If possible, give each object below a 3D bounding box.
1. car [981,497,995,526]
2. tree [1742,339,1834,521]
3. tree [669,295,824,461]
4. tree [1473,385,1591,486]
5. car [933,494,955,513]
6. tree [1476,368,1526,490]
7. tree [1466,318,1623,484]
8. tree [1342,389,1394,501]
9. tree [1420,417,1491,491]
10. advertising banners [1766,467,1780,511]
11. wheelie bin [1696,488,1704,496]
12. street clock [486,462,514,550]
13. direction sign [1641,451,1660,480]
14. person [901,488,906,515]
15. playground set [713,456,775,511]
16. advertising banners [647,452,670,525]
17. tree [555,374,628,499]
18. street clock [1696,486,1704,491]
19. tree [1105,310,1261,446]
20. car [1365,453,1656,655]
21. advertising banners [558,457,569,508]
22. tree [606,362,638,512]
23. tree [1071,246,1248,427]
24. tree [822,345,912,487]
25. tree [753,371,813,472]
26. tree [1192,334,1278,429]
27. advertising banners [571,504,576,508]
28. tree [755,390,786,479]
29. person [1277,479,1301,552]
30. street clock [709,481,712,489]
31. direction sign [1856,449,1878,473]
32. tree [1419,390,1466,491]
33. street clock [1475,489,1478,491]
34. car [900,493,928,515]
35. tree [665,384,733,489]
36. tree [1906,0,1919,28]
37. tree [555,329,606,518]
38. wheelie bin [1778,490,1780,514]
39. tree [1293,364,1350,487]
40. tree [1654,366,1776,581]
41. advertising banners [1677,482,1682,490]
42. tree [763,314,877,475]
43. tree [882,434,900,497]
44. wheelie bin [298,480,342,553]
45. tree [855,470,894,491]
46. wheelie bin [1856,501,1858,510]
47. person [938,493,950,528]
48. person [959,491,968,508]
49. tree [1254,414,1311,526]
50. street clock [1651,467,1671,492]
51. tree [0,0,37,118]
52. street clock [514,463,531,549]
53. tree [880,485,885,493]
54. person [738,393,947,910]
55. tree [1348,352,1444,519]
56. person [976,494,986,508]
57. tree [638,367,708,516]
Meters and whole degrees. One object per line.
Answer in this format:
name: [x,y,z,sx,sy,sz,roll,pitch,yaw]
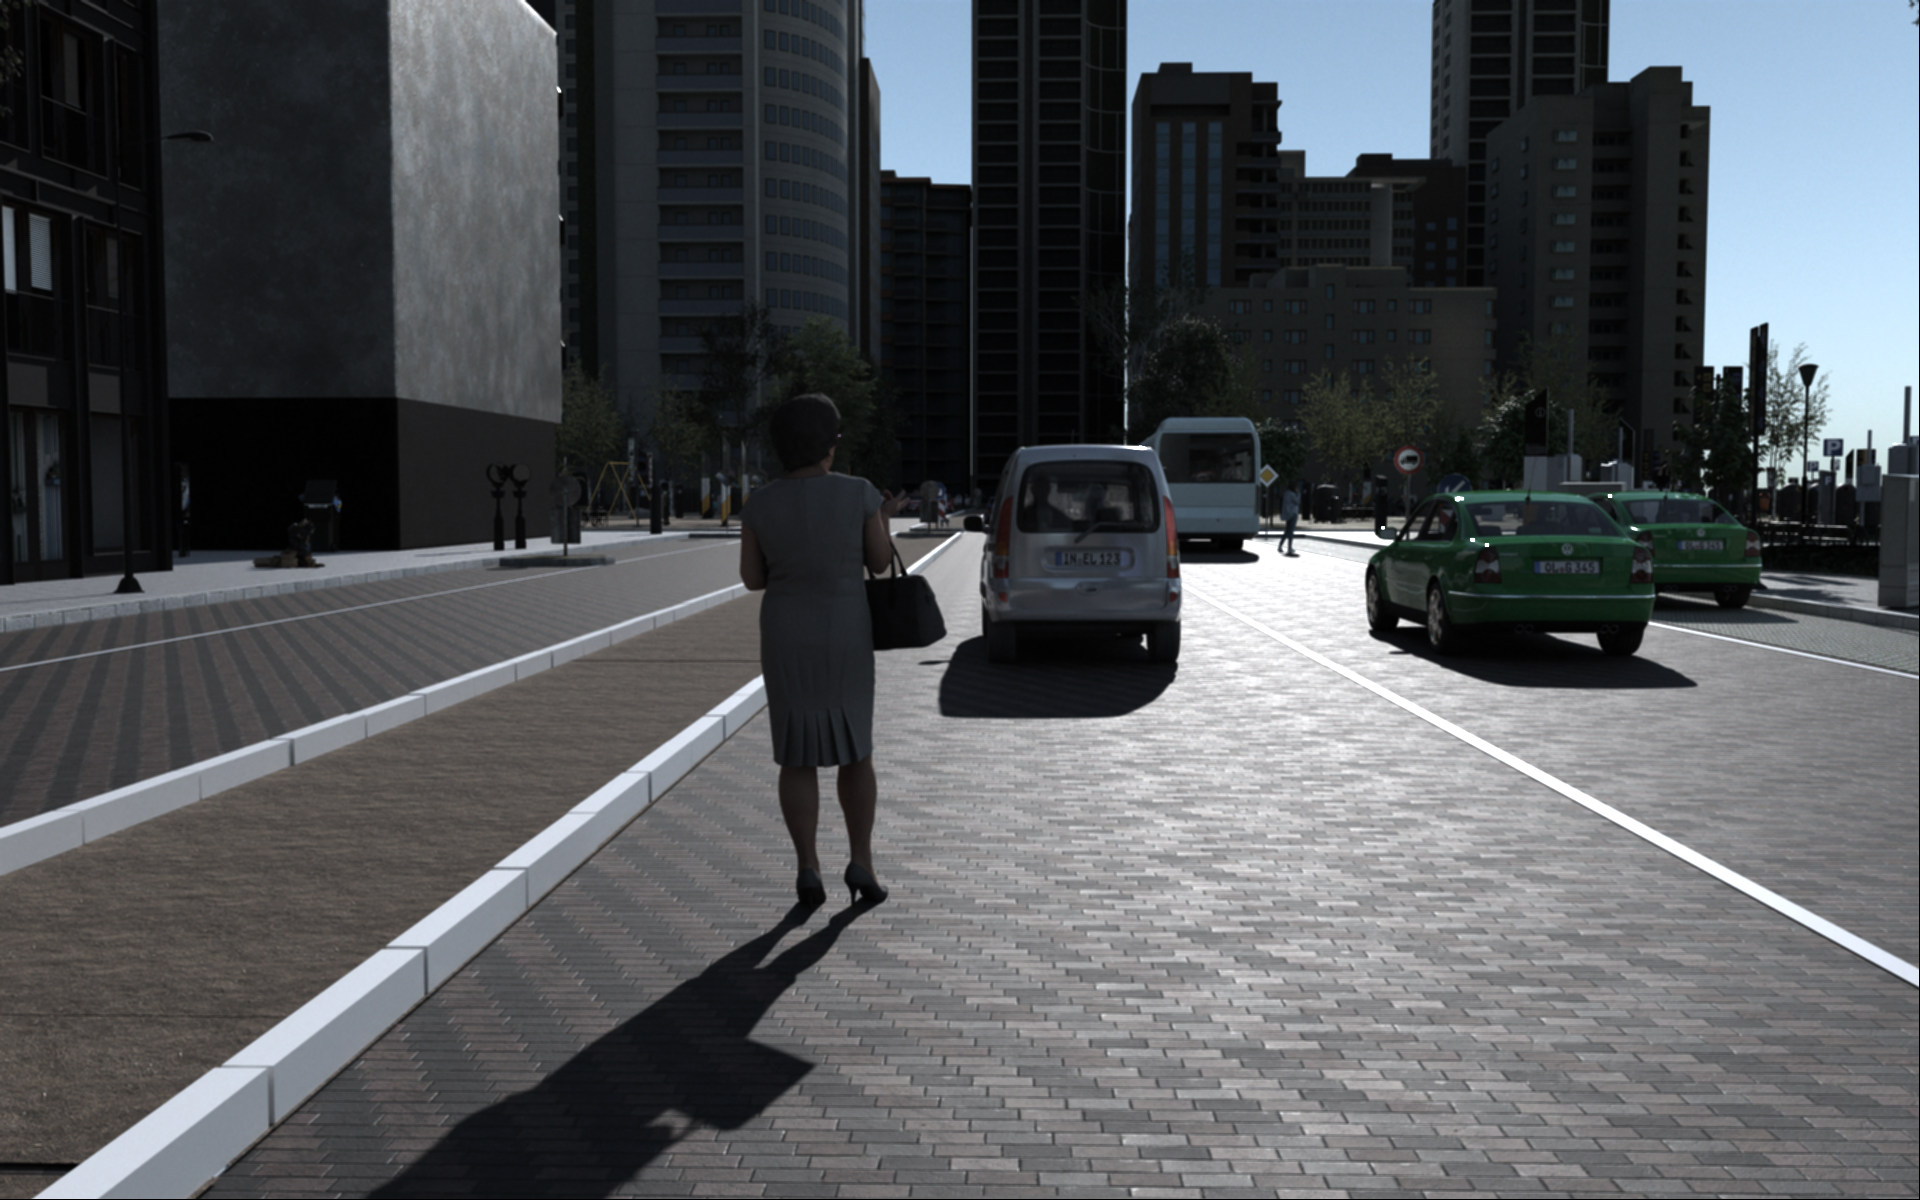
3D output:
car: [1.880,-3.872,75.893,1.945,1.354,3.894,0,4,1]
tree: [39.366,-8.110,82.966,4.360,8.622,3.978,0,3,0]
tree: [-9.796,-8.939,80.573,8.767,10.594,7.601,2,4,34]
tree: [17.262,-4.194,52.292,4.285,4.588,4.351,0,3,0]
car: [-1.414,-7.526,132.090,2.155,1.783,4.494,0,4,2]
tree: [31.785,-9.183,100.498,4.360,8.622,3.978,0,3,0]
tree: [24.852,-7.506,73.082,4.737,8.622,4.395,0,3,0]
tree: [28.582,-10.521,122.381,4.737,8.622,4.395,0,3,0]
tree: [12.669,-3.003,43.704,1.663,3.219,1.824,0,3,0]
advertising banners: [53.366,-7.103,112.323,2.074,3.025,0.090,2,4,31]
wheelie bin: [39.486,-5.202,92.961,0.693,1.594,0.980,-2,4,-28]
street clock: [-10.514,-2.133,39.451,0.471,2.002,0.358,-2,4,-32]
direction sign: [36.317,-6.063,91.127,0.876,3.537,0.379,1,4,20]
person: [-3.910,-6.718,118.149,0.447,1.846,0.655,0,4,8]
playground set: [-16.970,-8.828,131.118,5.637,4.214,5.302,0,4,1]
advertising banners: [-12.554,-4.639,72.043,0.090,3.025,2.074,-2,4,-35]
tree: [-22.143,-9.507,105.795,4.737,8.622,4.395,0,3,0]
street clock: [41.015,-5.594,96.025,0.471,2.002,0.358,1,4,15]
tree: [14.313,-11.683,108.023,9.611,12.733,9.660,0,3,0]
car: [5.166,-0.489,16.794,1.959,1.807,4.718,0,4,2]
advertising banners: [-18.748,-5.233,81.746,0.090,3.025,2.074,-1,4,-22]
tree: [-19.511,-8.594,90.878,4.360,8.622,3.978,0,3,0]
tree: [15.146,-16.919,132.509,12.611,20.169,13.585,0,3,0]
tree: [-8.309,-13.248,133.619,9.611,12.733,9.660,0,3,0]
tree: [-9.661,-9.066,98.599,4.360,8.622,3.978,0,3,0]
tree: [12.826,-7.966,80.604,4.737,8.622,4.395,0,3,0]
advertising banners: [-30.681,-8.497,135.107,2.074,3.025,0.090,3,4,37]
tree: [-12.465,-10.485,121.791,4.737,8.622,4.395,0,3,0]
person: [8.098,-2.071,42.631,0.793,1.790,0.793,3,5,43]
street clock: [-13.974,-5.594,96.031,0.471,2.002,0.358,-1,4,-22]
direction sign: [45.692,-5.836,87.417,0.876,3.537,0.379,1,4,12]
tree: [34.454,-10.587,123.456,4.737,8.622,4.395,0,3,0]
street clock: [33.376,-6.588,112.284,0.471,2.002,0.358,2,4,28]
car: [-3.238,-6.841,120.887,2.155,1.783,4.494,0,4,1]
tree: [-16.866,-10.027,114.299,4.737,8.622,4.395,0,3,0]
tree: [11.924,-6.354,14.265,12.009,13.543,11.850,0,3,0]
tree: [-17.249,-7.461,72.355,4.360,8.622,3.978,0,3,0]
wheelie bin: [58.329,-7.077,123.615,0.980,1.594,0.693,-2,4,-24]
tree: [21.094,-9.084,98.887,4.360,8.622,3.978,0,3,0]
tree: [11.474,-1.906,25.769,1.663,3.219,1.824,0,3,0]
advertising banners: [44.606,-6.715,105.975,2.074,3.025,0.090,-1,4,-21]
tree: [-8.671,-11.711,109.598,7.486,12.596,7.792,0,3,0]
tree: [-7.228,-12.885,161.032,4.360,8.622,3.978,0,3,0]
wheelie bin: [-14.073,-1.851,38.172,0.980,1.594,0.693,0,4,-3]
tree: [-7.358,-9.877,145.199,4.285,4.588,4.351,0,3,0]
wheelie bin: [56.680,-6.248,110.056,0.980,1.594,0.693,0,4,-6]
person: [-0.712,-3.866,71.976,0.793,1.790,0.793,2,4,28]
person: [0.395,-10.391,178.909,1.217,1.766,0.721,3,5,41]
tree: [12.752,-5.349,71.175,4.285,4.588,4.351,0,3,0]
street clock: [18.903,-2.578,46.728,0.471,2.002,0.358,-1,4,-21]
tree: [-11.138,-4.001,15.775,4.360,8.622,3.978,0,3,0]
street clock: [-10.319,-2.205,40.622,0.471,2.002,0.358,-3,5,-42]
tree: [-7.088,-9.492,149.800,1.663,3.219,1.824,0,3,0]
person: [-0.402,0.169,6.093,0.716,1.782,0.532,0,4,3]
tree: [22.793,-8.479,88.987,4.360,8.622,3.978,0,3,0]
person: [2.095,-10.197,176.006,1.217,1.735,0.721,0,4,6]
tree: [-16.645,-9.161,100.146,4.360,8.622,3.978,0,3,0]
